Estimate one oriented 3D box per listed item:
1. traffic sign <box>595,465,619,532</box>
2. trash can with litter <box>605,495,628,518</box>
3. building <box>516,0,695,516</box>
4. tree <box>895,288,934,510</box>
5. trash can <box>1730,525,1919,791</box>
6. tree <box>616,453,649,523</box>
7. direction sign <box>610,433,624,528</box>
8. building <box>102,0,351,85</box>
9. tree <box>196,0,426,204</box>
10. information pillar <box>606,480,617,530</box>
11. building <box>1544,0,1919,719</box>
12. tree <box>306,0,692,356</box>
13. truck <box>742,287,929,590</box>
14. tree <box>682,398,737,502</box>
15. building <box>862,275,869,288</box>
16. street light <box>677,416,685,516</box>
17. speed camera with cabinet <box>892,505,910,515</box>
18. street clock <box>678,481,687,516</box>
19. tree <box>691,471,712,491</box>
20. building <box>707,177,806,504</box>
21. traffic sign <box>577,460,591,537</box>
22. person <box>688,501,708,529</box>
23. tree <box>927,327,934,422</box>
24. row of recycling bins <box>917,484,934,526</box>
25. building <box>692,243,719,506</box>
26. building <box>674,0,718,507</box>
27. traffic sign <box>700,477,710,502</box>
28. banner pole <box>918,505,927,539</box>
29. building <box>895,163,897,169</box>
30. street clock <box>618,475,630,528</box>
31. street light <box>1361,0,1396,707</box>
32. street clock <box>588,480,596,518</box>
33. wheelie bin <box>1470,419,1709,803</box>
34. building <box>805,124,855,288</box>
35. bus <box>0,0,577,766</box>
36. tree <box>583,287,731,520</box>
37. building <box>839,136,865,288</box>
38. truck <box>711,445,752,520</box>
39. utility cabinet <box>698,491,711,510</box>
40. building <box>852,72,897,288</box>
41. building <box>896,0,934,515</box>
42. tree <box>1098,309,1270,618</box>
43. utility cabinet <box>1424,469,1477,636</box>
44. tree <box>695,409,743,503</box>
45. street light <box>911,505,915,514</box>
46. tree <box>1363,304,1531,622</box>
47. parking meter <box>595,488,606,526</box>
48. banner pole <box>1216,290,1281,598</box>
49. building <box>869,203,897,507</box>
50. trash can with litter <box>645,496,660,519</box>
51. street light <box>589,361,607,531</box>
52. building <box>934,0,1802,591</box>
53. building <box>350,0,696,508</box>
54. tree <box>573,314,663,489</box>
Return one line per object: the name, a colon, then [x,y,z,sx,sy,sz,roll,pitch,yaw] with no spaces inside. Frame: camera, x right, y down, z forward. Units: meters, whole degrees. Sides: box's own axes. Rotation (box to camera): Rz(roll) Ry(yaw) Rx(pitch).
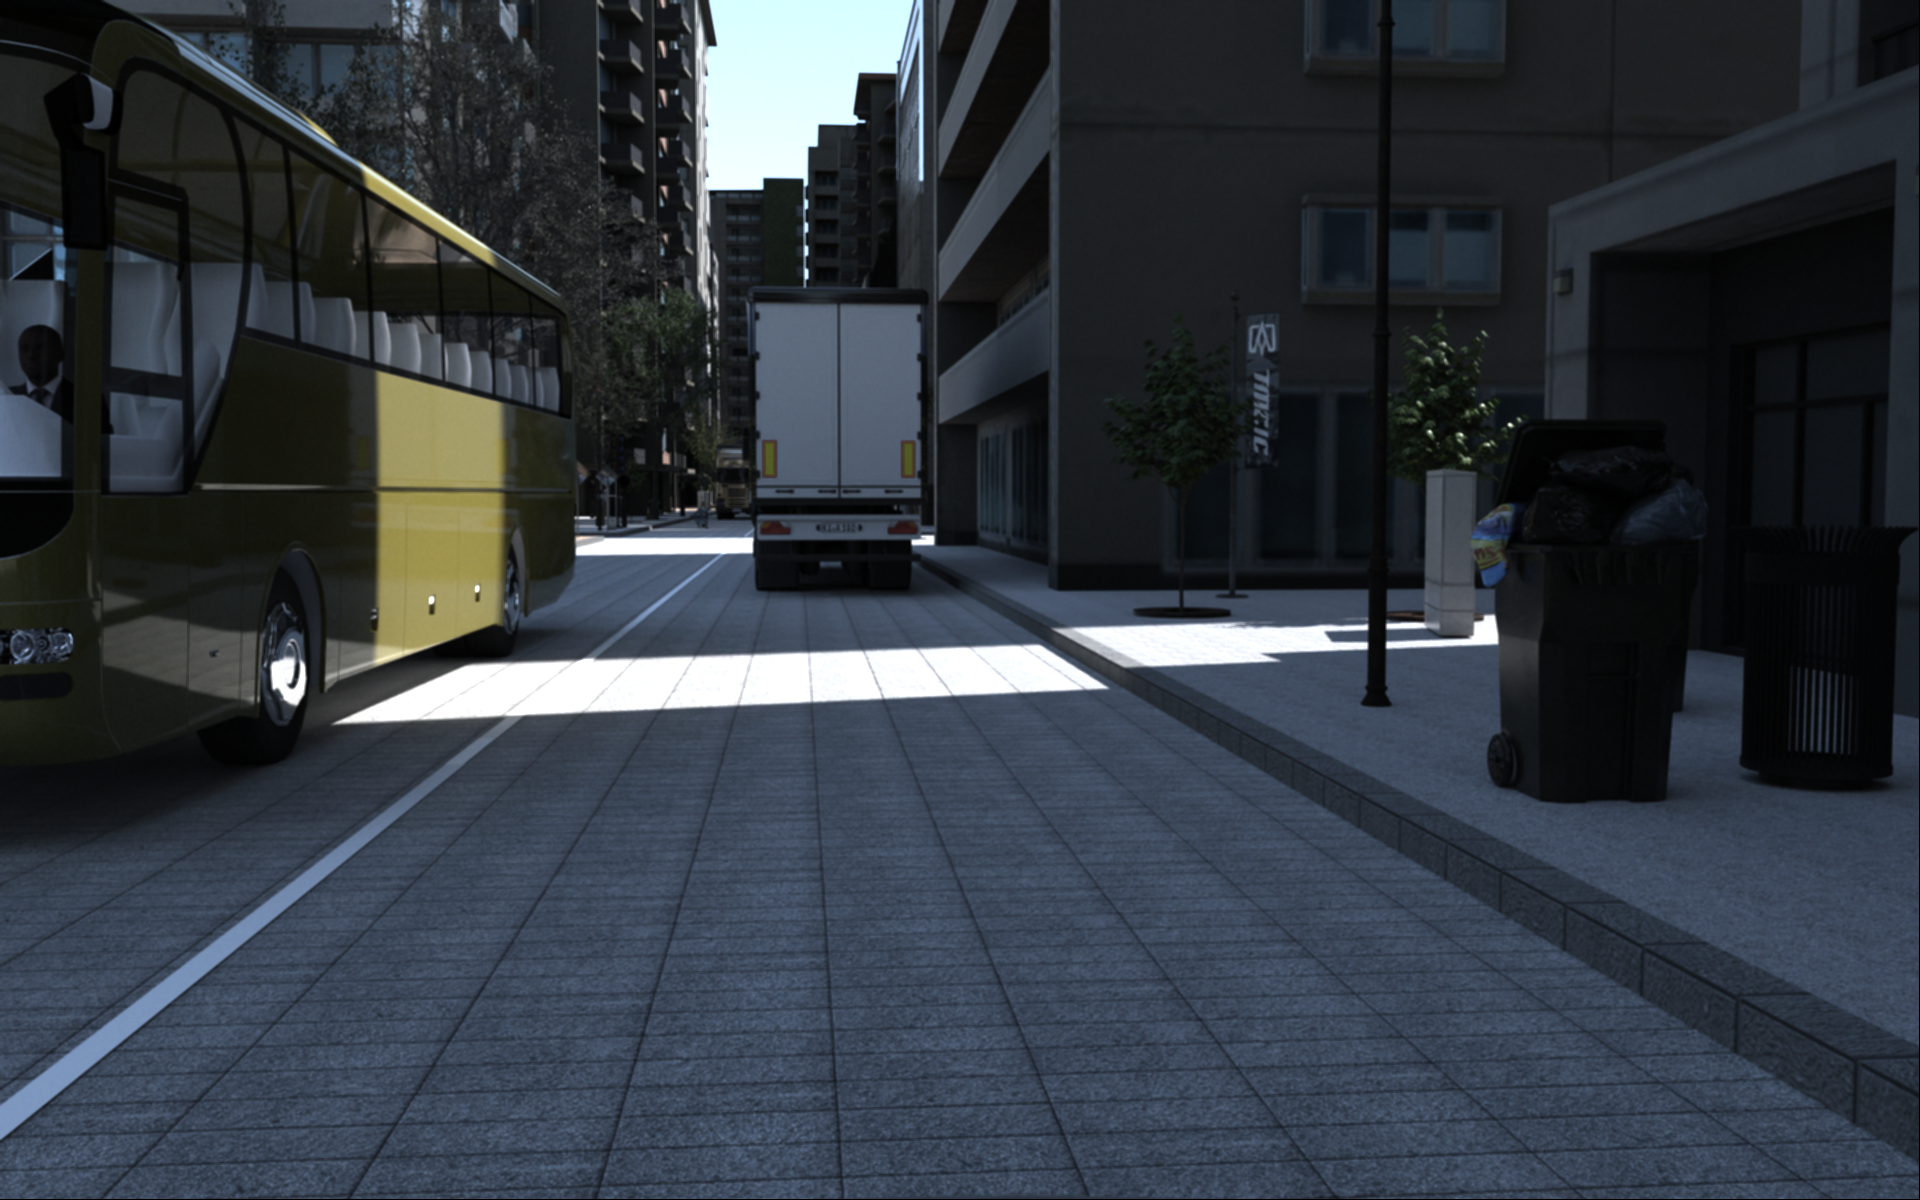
traffic sign: [-12.057,-3.399,59.210,0.795,2.450,0.064,0,4,-5]
trash can with litter: [-19.071,-5.123,94.813,2.233,1.210,1.678,0,4,-3]
building: [-28.781,-27.917,111.069,22.147,44.769,28.867,0,4,-5]
tree: [-2.273,-6.868,62.649,4.360,8.622,3.978,0,3,0]
trash can: [3.805,0.243,7.677,0.748,1.137,0.748,0,3,0]
tree: [-14.722,-5.099,77.976,1.663,3.219,1.824,0,3,0]
direction sign: [-12.830,-4.457,64.874,0.379,3.537,0.876,1,4,23]
building: [-30.511,-27.732,73.025,23.786,49.044,30.456,0,4,-5]
tree: [-9.409,-4.564,24.991,4.360,8.622,3.978,0,3,0]
information pillar: [-12.535,-3.533,62.258,0.304,2.012,0.304,-2,4,-26]
building: [16.114,-34.570,3.475,20.563,71.187,20.611,0,4,-5]
tree: [-11.683,-8.009,41.312,12.009,13.543,11.850,0,3,0]
truck: [-2.285,-2.460,29.134,2.839,4.237,11.283,0,4,-7]
tree: [-19.251,-11.014,130.441,4.737,8.622,4.395,0,3,0]
building: [5.016,-18.788,152.228,27.650,21.520,28.899,0,4,-5]
street light: [-16.298,-7.846,101.068,0.468,5.910,1.993,0,4,-5]
speed camera with cabinet: [-2.782,-5.359,81.953,0.660,3.252,2.038,-1,4,-14]
street clock: [-15.888,-5.790,99.240,0.471,2.002,0.358,2,4,28]
tree: [-20.351,-8.771,138.003,1.663,3.219,1.824,0,3,0]
building: [-27.126,-33.170,225.916,14.086,41.232,14.154,0,4,-5]
traffic sign: [-11.316,-2.912,51.259,0.795,2.450,0.064,0,4,-5]
person: [-10.617,-3.459,70.558,1.012,1.151,0.738,-2,4,-29]
tree: [-2.521,-7.251,68.924,4.737,8.622,4.395,0,3,0]
row of recycling bins: [-1.267,-3.971,72.037,1.069,1.692,3.534,0,4,0]
building: [-34.923,-26.179,199.734,14.107,30.474,14.160,0,4,-5]
building: [-39.492,-35.902,176.230,28.713,52.752,27.495,0,4,-5]
traffic sign: [-18.470,-7.669,125.500,0.768,2.556,0.104,0,4,2]
banner pole: [-1.125,-3.602,48.917,0.401,3.779,0.863,0,4,-5]
building: [3.501,-19.593,107.729,14.401,28.519,23.554,0,4,-5]
street clock: [-12.871,-3.779,66.362,0.471,2.002,0.358,0,4,-8]
street light: [2.529,-2.297,10.345,0.468,5.910,1.993,0,4,-5]
street clock: [-19.436,-5.318,91.511,0.358,2.002,0.471,-2,4,-32]
wheelie bin: [2.707,0.032,7.388,0.980,1.594,0.693,0,4,-4]
building: [-9.686,-37.134,230.840,21.600,48.544,21.300,0,4,-5]
bus: [-4.983,-1.272,12.346,2.896,3.916,12.252,0,4,-3]
tree: [-14.928,-9.765,85.412,9.928,11.665,9.643,0,3,0]
building: [-7.032,-31.668,201.372,14.154,41.232,14.086,0,4,-5]
truck: [-12.730,-6.820,100.416,2.839,4.237,11.283,0,4,-5]
utility cabinet: [-19.819,-7.671,134.100,1.173,1.500,0.318,3,5,39]
building: [0.091,-32.136,180.055,22.147,44.769,28.867,0,4,-5]
building: [3.454,-16.386,85.937,12.078,24.808,19.932,0,4,-5]
tree: [2.229,-1.452,18.349,1.663,3.219,1.824,0,3,0]
utility cabinet: [4.512,-0.443,15.928,0.318,1.500,1.173,1,4,8]
tree: [-20.984,-12.250,150.644,4.360,8.622,3.978,0,3,0]
street light: [-1.386,-4.791,51.120,0.468,5.910,1.993,0,4,-5]
tree: [4.980,-1.412,17.694,1.663,3.219,1.824,0,3,0]
parking meter: [-14.317,-3.701,68.929,0.372,1.533,0.369,0,3,0]
banner pole: [3.553,-1.909,21.224,0.863,3.779,0.401,3,5,40]
building: [-0.231,-18.240,127.898,12.332,23.373,15.834,0,4,-5]
trash can with litter: [-15.530,-4.653,87.461,0.624,1.170,1.055,0,4,1]
street light: [-12.594,-5.359,60.399,0.468,5.910,1.993,0,4,-5]
building: [10.925,-25.025,32.861,21.300,48.544,21.600,0,4,-5]
building: [-35.164,-32.261,147.075,23.786,49.044,30.456,0,4,-5]
tree: [-14.544,-7.352,70.560,4.360,8.622,3.978,0,3,0]
